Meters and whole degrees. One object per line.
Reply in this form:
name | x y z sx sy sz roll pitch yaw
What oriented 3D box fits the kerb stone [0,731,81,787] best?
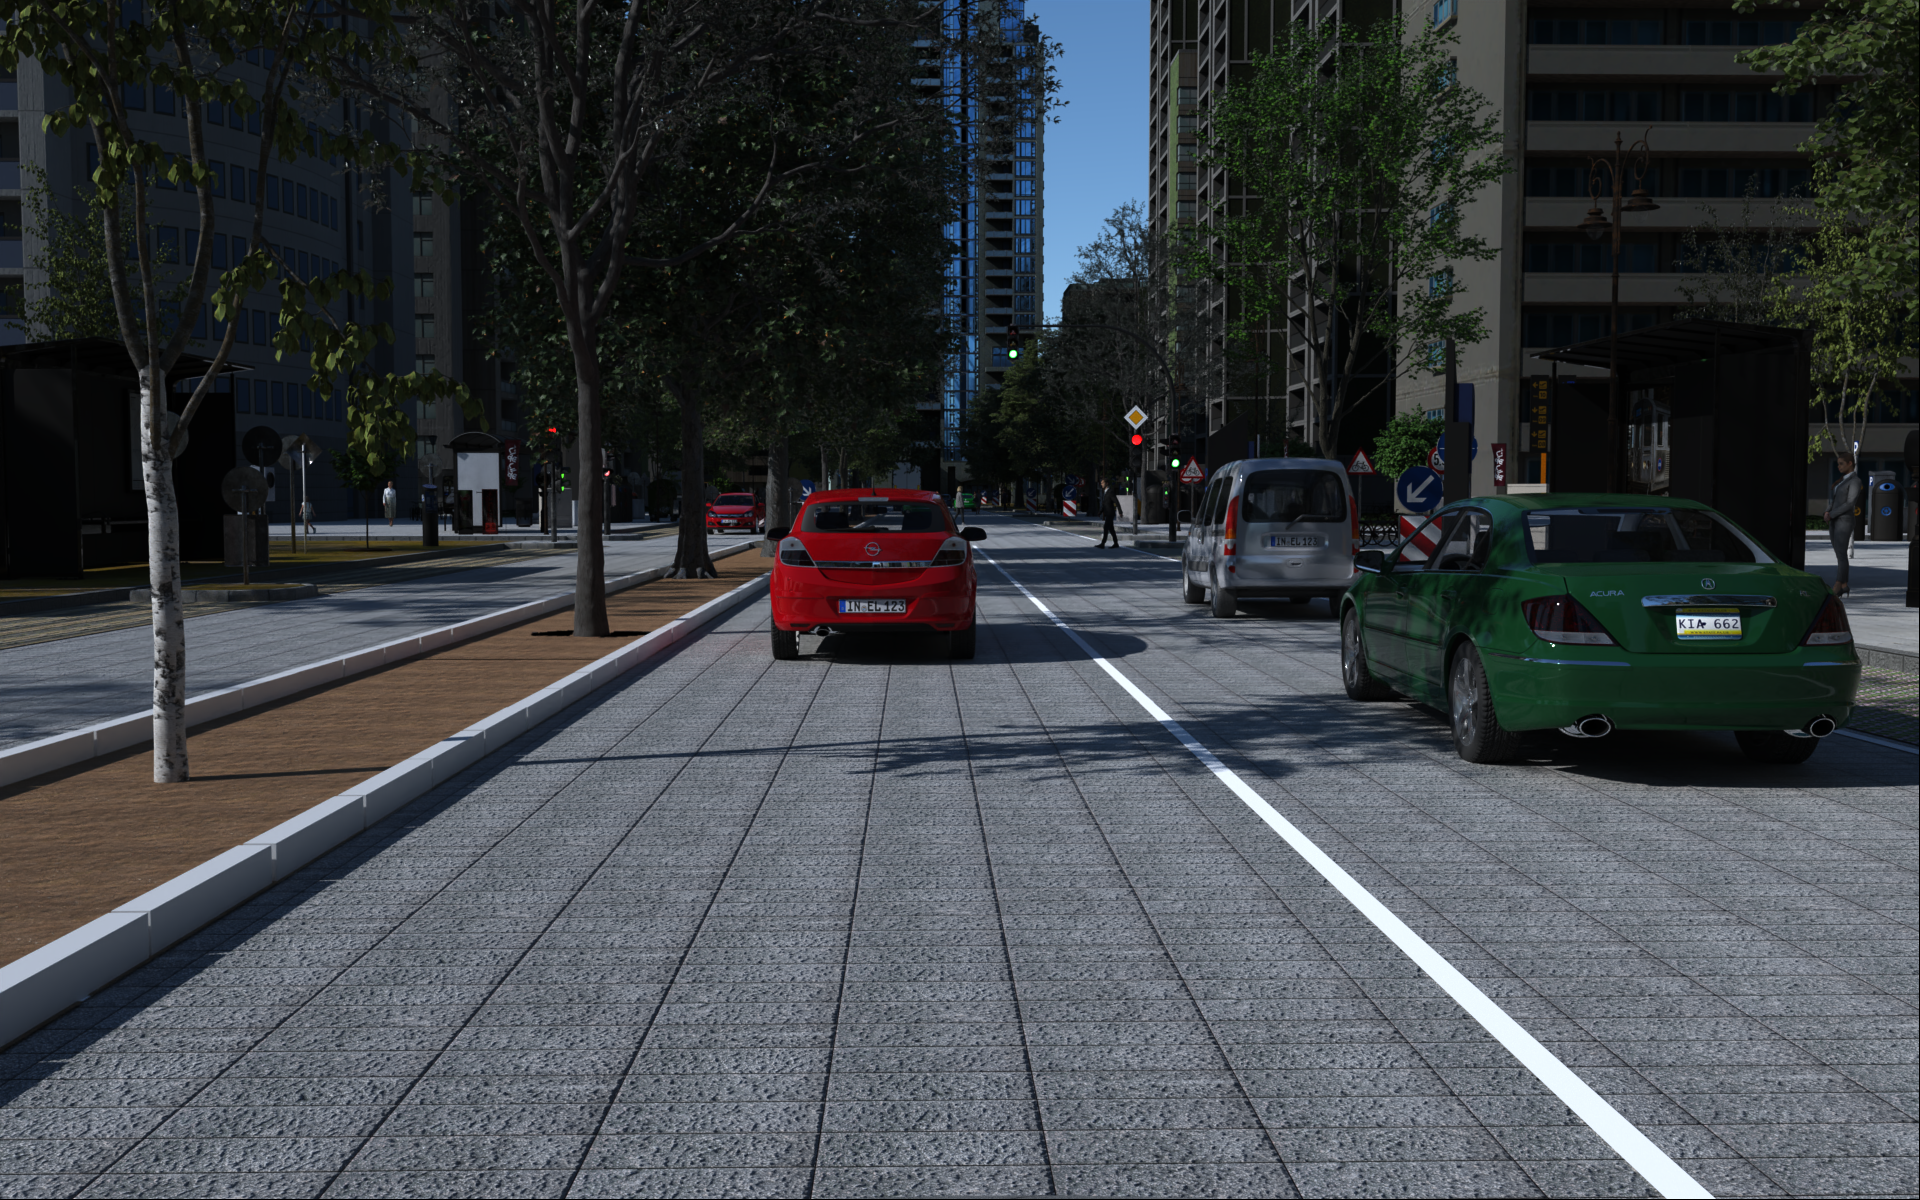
kerb stone | -4.730 0.815 8.864 0.120 0.150 1.000 0 4 -1

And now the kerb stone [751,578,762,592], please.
kerb stone | -3.030 -0.189 25.287 0.120 0.150 1.000 0 4 -1

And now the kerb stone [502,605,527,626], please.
kerb stone | -4.980 0.190 19.097 0.120 0.150 1.000 0 4 -1

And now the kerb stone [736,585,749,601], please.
kerb stone | -2.978 -0.063 23.240 0.120 0.150 1.000 0 4 -1

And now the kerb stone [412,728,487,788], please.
kerb stone | -2.632 0.814 8.905 0.120 0.150 1.000 0 4 -1

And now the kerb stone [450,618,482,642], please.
kerb stone | -4.920 0.314 17.054 0.120 0.150 1.000 0 4 -1

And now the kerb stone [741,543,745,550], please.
kerb stone | -5.590 -1.305 43.692 0.120 0.150 1.000 0 4 -1

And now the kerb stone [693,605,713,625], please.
kerb stone | -2.883 0.187 19.143 0.120 0.150 1.000 0 4 -1

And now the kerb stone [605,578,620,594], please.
kerb stone | -5.136 -0.186 25.236 0.120 0.150 1.000 0 4 -1

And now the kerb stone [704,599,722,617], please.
kerb stone | -2.915 0.124 20.165 0.120 0.150 1.000 0 4 -1

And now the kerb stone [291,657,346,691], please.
kerb stone | -4.839 0.566 12.953 0.120 0.150 1.000 0 4 -1

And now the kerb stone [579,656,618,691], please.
kerb stone | -2.731 0.562 13.002 0.120 0.150 1.000 0 4 -1

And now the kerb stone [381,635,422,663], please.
kerb stone | -4.883 0.440 14.996 0.120 0.150 1.000 0 4 -1

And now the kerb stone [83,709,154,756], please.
kerb stone | -4.751 0.753 9.885 0.120 0.150 1.000 0 4 -1

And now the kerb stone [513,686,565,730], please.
kerb stone | -2.681 0.691 10.955 0.120 0.150 1.000 0 4 -1

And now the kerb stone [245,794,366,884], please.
kerb stone | -2.583 0.938 6.859 0.120 0.150 1.000 0 4 -1

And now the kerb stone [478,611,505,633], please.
kerb stone | -4.952 0.252 18.075 0.120 0.150 1.000 0 4 -1

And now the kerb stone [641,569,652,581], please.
kerb stone | -5.217 -0.375 28.323 0.120 0.150 1.000 0 4 -1

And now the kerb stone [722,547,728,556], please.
kerb stone | -5.485 -1.063 39.577 0.120 0.150 1.000 0 4 -1

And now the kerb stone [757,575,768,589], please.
kerb stone | -3.056 -0.249 26.312 0.120 0.150 1.000 0 4 -1

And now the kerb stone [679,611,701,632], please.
kerb stone | -2.858 0.249 18.119 0.120 0.150 1.000 0 4 -1

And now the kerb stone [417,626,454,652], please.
kerb stone | -4.902 0.377 16.025 0.120 0.150 1.000 0 4 -1

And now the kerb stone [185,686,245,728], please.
kerb stone | -4.775 0.690 10.907 0.120 0.150 1.000 0 4 -1

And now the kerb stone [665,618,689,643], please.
kerb stone | -2.825 0.312 17.097 0.120 0.150 1.000 0 4 -1

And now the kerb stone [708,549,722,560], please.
kerb stone | -5.462 -1.000 38.556 0.120 0.150 1.000 0 4 -1

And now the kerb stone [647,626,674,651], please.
kerb stone | -2.807 0.375 16.075 0.120 0.150 1.000 0 4 -1

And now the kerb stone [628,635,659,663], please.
kerb stone | -2.779 0.438 15.054 0.120 0.150 1.000 0 4 -1

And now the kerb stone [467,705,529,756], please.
kerb stone | -2.656 0.750 9.926 0.120 0.150 1.000 0 4 -1

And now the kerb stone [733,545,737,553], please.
kerb stone | -5.534 -1.187 41.632 0.120 0.150 1.000 0 4 -1

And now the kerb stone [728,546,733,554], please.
kerb stone | -5.507 -1.122 40.608 0.120 0.150 1.000 0 4 -1

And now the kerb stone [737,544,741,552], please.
kerb stone | -5.560 -1.252 42.662 0.120 0.150 1.000 0 4 -1

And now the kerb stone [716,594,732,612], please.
kerb stone | -2.937 0.061 21.193 0.120 0.150 1.000 0 4 -1

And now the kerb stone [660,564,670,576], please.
kerb stone | -5.257 -0.499 30.367 0.120 0.150 1.000 0 4 -1

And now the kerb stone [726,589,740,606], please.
kerb stone | -2.960 -0.001 22.215 0.120 0.150 1.000 0 4 -1

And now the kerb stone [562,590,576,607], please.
kerb stone | -5.062 0.002 22.165 0.120 0.150 1.000 0 4 -1

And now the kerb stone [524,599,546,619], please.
kerb stone | -5.009 0.127 20.121 0.120 0.150 1.000 0 4 -1

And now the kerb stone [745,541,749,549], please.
kerb stone | -5.612 -1.377 44.715 0.120 0.150 1.000 0 4 -1

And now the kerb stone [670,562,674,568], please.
kerb stone | -5.281 -0.563 31.397 0.120 0.150 1.000 0 4 -1

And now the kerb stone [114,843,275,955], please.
kerb stone | -2.564 1.001 5.832 0.120 0.150 1.000 0 4 -1

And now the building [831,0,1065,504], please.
building | -1.780 -56.514 236.678 31.000 86.520 22.319 0 4 -1

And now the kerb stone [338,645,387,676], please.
kerb stone | -4.859 0.503 13.975 0.120 0.150 1.000 0 4 -1

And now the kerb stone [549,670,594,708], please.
kerb stone | -2.708 0.628 11.980 0.120 0.150 1.000 0 4 -1

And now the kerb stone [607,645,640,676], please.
kerb stone | -2.755 0.500 14.032 0.120 0.150 1.000 0 4 -1

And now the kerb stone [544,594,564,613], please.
kerb stone | -5.031 0.065 21.143 0.120 0.150 1.000 0 4 -1

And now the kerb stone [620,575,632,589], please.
kerb stone | -5.162 -0.248 26.270 0.120 0.150 1.000 0 4 -1

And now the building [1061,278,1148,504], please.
building | 21.276 -28.354 235.291 14.107 30.474 14.160 0 4 -1

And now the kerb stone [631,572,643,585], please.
kerb stone | -5.184 -0.312 27.292 0.120 0.150 1.000 0 4 -1

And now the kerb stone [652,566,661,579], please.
kerb stone | -5.237 -0.437 29.345 0.120 0.150 1.000 0 4 -1

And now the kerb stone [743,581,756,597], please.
kerb stone | -3.005 -0.126 24.262 0.120 0.150 1.000 0 4 -1

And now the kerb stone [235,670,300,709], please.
kerb stone | -4.802 0.628 11.929 0.120 0.150 1.000 0 4 -1

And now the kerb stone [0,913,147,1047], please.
kerb stone | -2.536 1.063 4.810 0.120 0.150 1.000 0 4 -1

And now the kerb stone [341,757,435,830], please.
kerb stone | -2.604 0.875 7.883 0.120 0.150 1.000 0 4 -1
